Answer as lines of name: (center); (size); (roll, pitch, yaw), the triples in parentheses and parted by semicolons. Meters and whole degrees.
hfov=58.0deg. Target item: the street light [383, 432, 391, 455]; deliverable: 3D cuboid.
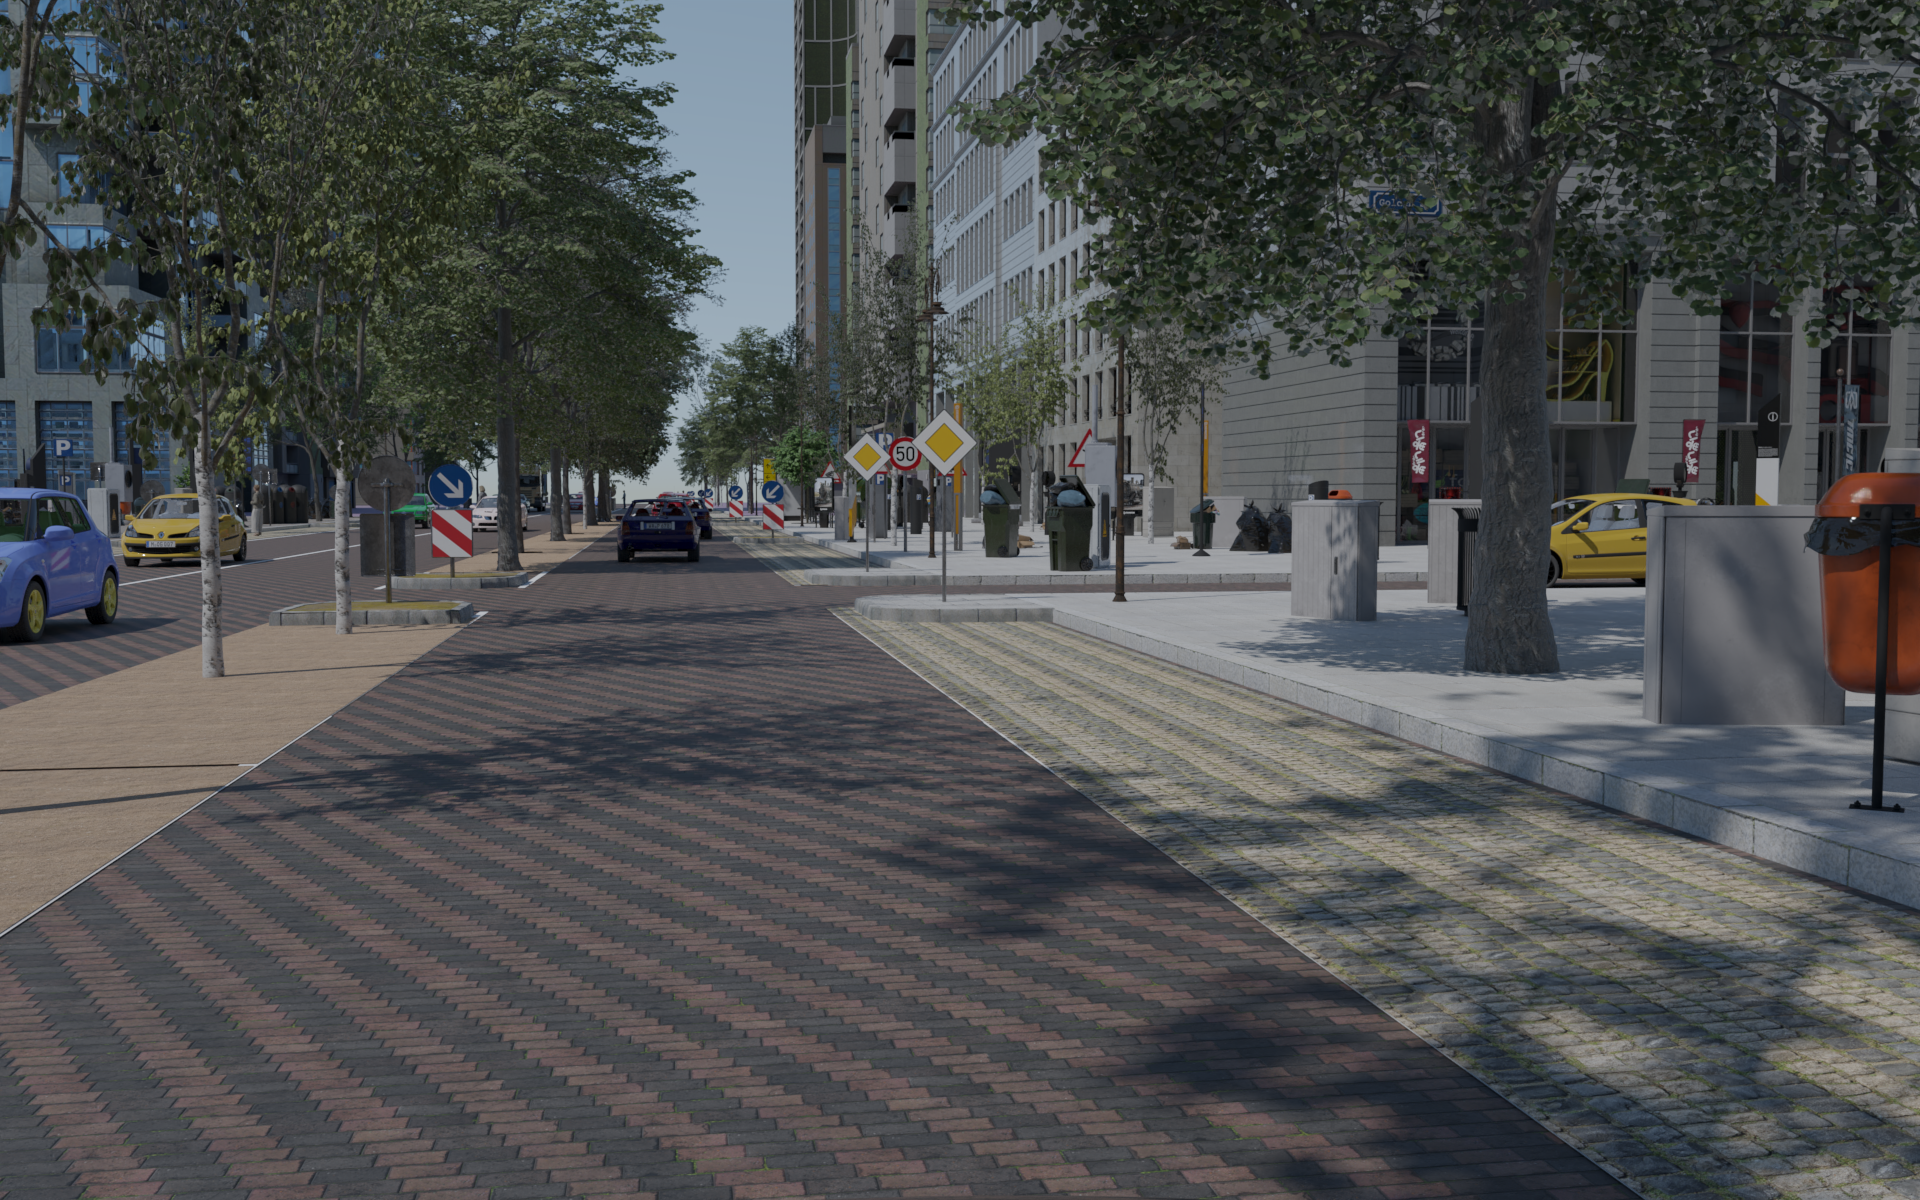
street light: (-33.414, -7.833, 100.861); (0.468, 5.910, 1.993); (-1, 4, -10)

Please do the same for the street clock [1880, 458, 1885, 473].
street clock: (17.932, -1.760, 33.349); (0.358, 2.002, 0.471); (0, 4, 0)

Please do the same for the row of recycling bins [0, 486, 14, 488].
row of recycling bins: (-50.582, -5.208, 92.265); (1.069, 1.692, 3.534); (0, 4, 2)

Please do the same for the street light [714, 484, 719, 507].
street light: (-27.098, -13.381, 191.563); (0.468, 5.910, 1.993); (-1, 4, -10)

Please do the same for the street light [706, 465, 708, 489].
street light: (-32.940, -15.483, 225.941); (0.468, 5.910, 1.993); (-1, 4, -10)

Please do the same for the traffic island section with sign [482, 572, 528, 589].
traffic island section with sign: (-7.863, -1.158, 27.070); (2.006, 1.907, 1.989); (-1, 4, -10)

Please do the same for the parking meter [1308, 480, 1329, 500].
parking meter: (6.661, -1.456, 32.220); (0.372, 1.533, 0.369); (0, 3, 0)

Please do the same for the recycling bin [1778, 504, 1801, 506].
recycling bin: (19.712, -1.785, 41.743); (0.722, 1.027, 0.722); (-2, 4, -29)

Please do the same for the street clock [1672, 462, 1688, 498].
street clock: (16.504, -2.150, 39.721); (0.358, 2.002, 0.471); (2, 4, 32)

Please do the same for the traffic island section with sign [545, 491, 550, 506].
traffic island section with sign: (-48.932, -11.998, 204.795); (1.989, 1.847, 2.006); (-1, 4, -10)

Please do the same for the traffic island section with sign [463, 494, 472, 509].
traffic island section with sign: (-35.298, -7.073, 124.268); (1.989, 1.847, 2.006); (-1, 4, -10)

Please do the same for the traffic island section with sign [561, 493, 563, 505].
traffic island section with sign: (-53.511, -13.645, 231.723); (1.989, 1.847, 2.006); (-1, 4, -10)

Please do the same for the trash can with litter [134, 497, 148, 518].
trash can with litter: (-29.788, -3.163, 63.108); (0.624, 1.170, 1.055); (-1, 4, -15)

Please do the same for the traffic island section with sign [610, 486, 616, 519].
traffic island section with sign: (-20.431, -5.689, 101.154); (2.006, 1.907, 1.989); (-1, 4, -10)

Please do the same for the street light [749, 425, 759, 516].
street light: (-13.163, -8.344, 109.217); (0.468, 5.910, 1.993); (-1, 4, -10)

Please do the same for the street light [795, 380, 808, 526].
street light: (-6.266, -5.858, 68.563); (0.468, 5.910, 1.993); (-1, 4, -10)

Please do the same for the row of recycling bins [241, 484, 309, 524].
row of recycling bins: (-29.417, -4.144, 74.861); (1.069, 1.692, 3.534); (1, 4, 11)

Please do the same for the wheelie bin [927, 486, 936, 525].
wheelie bin: (-0.814, -3.715, 68.641); (0.980, 1.594, 0.693); (-3, 4, -37)

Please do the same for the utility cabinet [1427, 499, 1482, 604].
utility cabinet: (6.024, -0.561, 20.330); (1.020, 1.237, 0.306); (1, 4, 15)

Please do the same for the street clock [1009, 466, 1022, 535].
street clock: (1.404, -2.428, 44.274); (0.358, 2.002, 0.471); (-1, 4, -10)

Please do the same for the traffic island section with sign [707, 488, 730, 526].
traffic island section with sign: (-10.175, -4.218, 77.587); (1.989, 1.847, 2.006); (-1, 4, -10)

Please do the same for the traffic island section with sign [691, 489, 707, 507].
traffic island section with sign: (-18.460, -7.207, 126.462); (1.989, 1.847, 2.006); (-1, 4, -10)

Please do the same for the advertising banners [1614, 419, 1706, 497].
advertising banners: (16.362, -2.711, 40.513); (2.074, 3.025, 0.090); (0, 4, 1)

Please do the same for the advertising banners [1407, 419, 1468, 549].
advertising banners: (11.394, -2.688, 40.143); (2.074, 3.025, 0.090); (2, 4, 25)

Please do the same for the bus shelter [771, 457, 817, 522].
bus shelter: (-7.558, -5.249, 79.739); (2.014, 3.302, 5.546); (-1, 4, -9)

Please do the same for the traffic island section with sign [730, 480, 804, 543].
traffic island section with sign: (-5.661, -2.592, 51.011); (1.989, 1.847, 2.006); (-1, 4, -10)

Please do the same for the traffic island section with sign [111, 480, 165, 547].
traffic island section with sign: (-22.287, -2.384, 47.604); (1.989, 1.847, 2.006); (-1, 4, -10)

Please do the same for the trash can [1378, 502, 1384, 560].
trash can: (7.493, -1.258, 32.218); (0.748, 1.137, 0.748); (0, 3, 0)

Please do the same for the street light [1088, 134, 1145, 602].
street light: (1.906, -2.917, 20.482); (0.468, 5.910, 1.993); (-1, 4, -10)

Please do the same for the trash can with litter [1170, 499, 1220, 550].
trash can with litter: (5.452, -1.762, 40.193); (1.055, 1.170, 0.624); (-1, 4, -22)

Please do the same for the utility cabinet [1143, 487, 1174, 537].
utility cabinet: (5.868, -2.595, 51.109); (0.318, 1.500, 1.173); (3, 5, 42)

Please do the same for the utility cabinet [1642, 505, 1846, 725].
utility cabinet: (4.408, 0.087, 9.734); (1.020, 1.237, 0.306); (0, 4, 3)

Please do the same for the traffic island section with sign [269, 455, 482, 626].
traffic island section with sign: (-6.635, -0.711, 19.765); (2.006, 1.907, 1.989); (-1, 4, -10)

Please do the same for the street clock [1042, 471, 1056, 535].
street clock: (2.764, -3.027, 54.055); (0.358, 2.002, 0.471); (-2, 4, -31)

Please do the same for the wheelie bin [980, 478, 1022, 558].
wheelie bin: (0.809, -1.662, 35.079); (0.693, 1.594, 0.980); (2, 4, 26)

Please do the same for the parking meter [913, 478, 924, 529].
parking meter: (-1.525, -3.526, 63.362); (0.399, 1.863, 0.255); (-1, 4, -10)

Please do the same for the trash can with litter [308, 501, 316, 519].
trash can with litter: (-32.958, -4.657, 87.526); (1.055, 1.170, 0.624); (-3, 5, -42)

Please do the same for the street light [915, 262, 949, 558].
street light: (-0.561, -3.784, 34.662); (0.468, 5.910, 1.993); (-1, 4, -10)

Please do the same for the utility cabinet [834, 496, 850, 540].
utility cabinet: (-3.313, -2.306, 48.857); (0.306, 1.237, 1.020); (0, 4, 5)

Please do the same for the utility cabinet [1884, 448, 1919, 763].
utility cabinet: (5.042, 0.019, 8.360); (1.173, 1.500, 0.318); (-1, 4, -16)

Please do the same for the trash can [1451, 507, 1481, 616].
trash can: (5.546, -0.401, 18.218); (0.748, 1.137, 0.748); (0, 3, 0)

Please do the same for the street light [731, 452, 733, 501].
street light: (-18.870, -10.408, 142.960); (0.468, 5.910, 1.993); (-1, 4, -10)

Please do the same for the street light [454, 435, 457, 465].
street light: (-39.179, -9.899, 134.637); (0.468, 5.910, 1.993); (-1, 4, -10)

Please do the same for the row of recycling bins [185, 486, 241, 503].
row of recycling bins: (-38.182, -4.974, 88.446); (3.534, 1.692, 1.069); (1, 4, 19)

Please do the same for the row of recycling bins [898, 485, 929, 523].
row of recycling bins: (-2.460, -4.340, 78.076); (1.069, 1.692, 3.534); (-2, 4, -26)

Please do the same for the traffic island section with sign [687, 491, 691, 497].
traffic island section with sign: (-23.045, -8.859, 153.476); (1.989, 1.847, 2.006); (-1, 4, -10)

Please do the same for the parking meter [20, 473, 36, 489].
parking meter: (-26.368, -2.650, 49.042); (0.255, 1.863, 0.399); (0, 4, 5)

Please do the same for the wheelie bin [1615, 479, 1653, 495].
wheelie bin: (13.941, -1.713, 35.920); (0.980, 1.594, 0.693); (3, 5, 43)

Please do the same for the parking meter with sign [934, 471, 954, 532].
parking meter with sign: (-0.486, -3.818, 58.686); (0.543, 3.016, 1.738); (-1, 4, -20)

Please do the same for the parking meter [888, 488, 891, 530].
parking meter: (-2.514, -3.237, 61.334); (0.372, 1.533, 0.369); (0, 3, 0)

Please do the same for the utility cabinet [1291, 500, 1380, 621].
utility cabinet: (3.856, -0.412, 17.896); (0.306, 1.237, 1.020); (-2, 4, -30)

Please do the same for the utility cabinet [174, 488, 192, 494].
utility cabinet: (-28.613, -3.377, 63.888); (0.318, 1.500, 1.173); (0, 4, -8)

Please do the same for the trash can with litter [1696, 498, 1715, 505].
trash can with litter: (14.285, -1.398, 33.915); (2.233, 1.210, 1.678); (-3, 4, -36)

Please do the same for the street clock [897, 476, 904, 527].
street clock: (-2.353, -3.878, 67.971); (0.358, 2.002, 0.471); (2, 4, 27)

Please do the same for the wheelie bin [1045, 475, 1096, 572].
wheelie bin: (1.827, -1.279, 28.815); (0.693, 1.594, 0.980); (-2, 4, -24)

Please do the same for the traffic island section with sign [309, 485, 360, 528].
traffic island section with sign: (-26.882, -4.039, 74.670); (1.989, 1.847, 2.006); (-1, 4, -10)

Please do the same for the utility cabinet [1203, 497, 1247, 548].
utility cabinet: (6.387, -1.869, 41.727); (1.020, 1.237, 0.306); (2, 4, 24)
